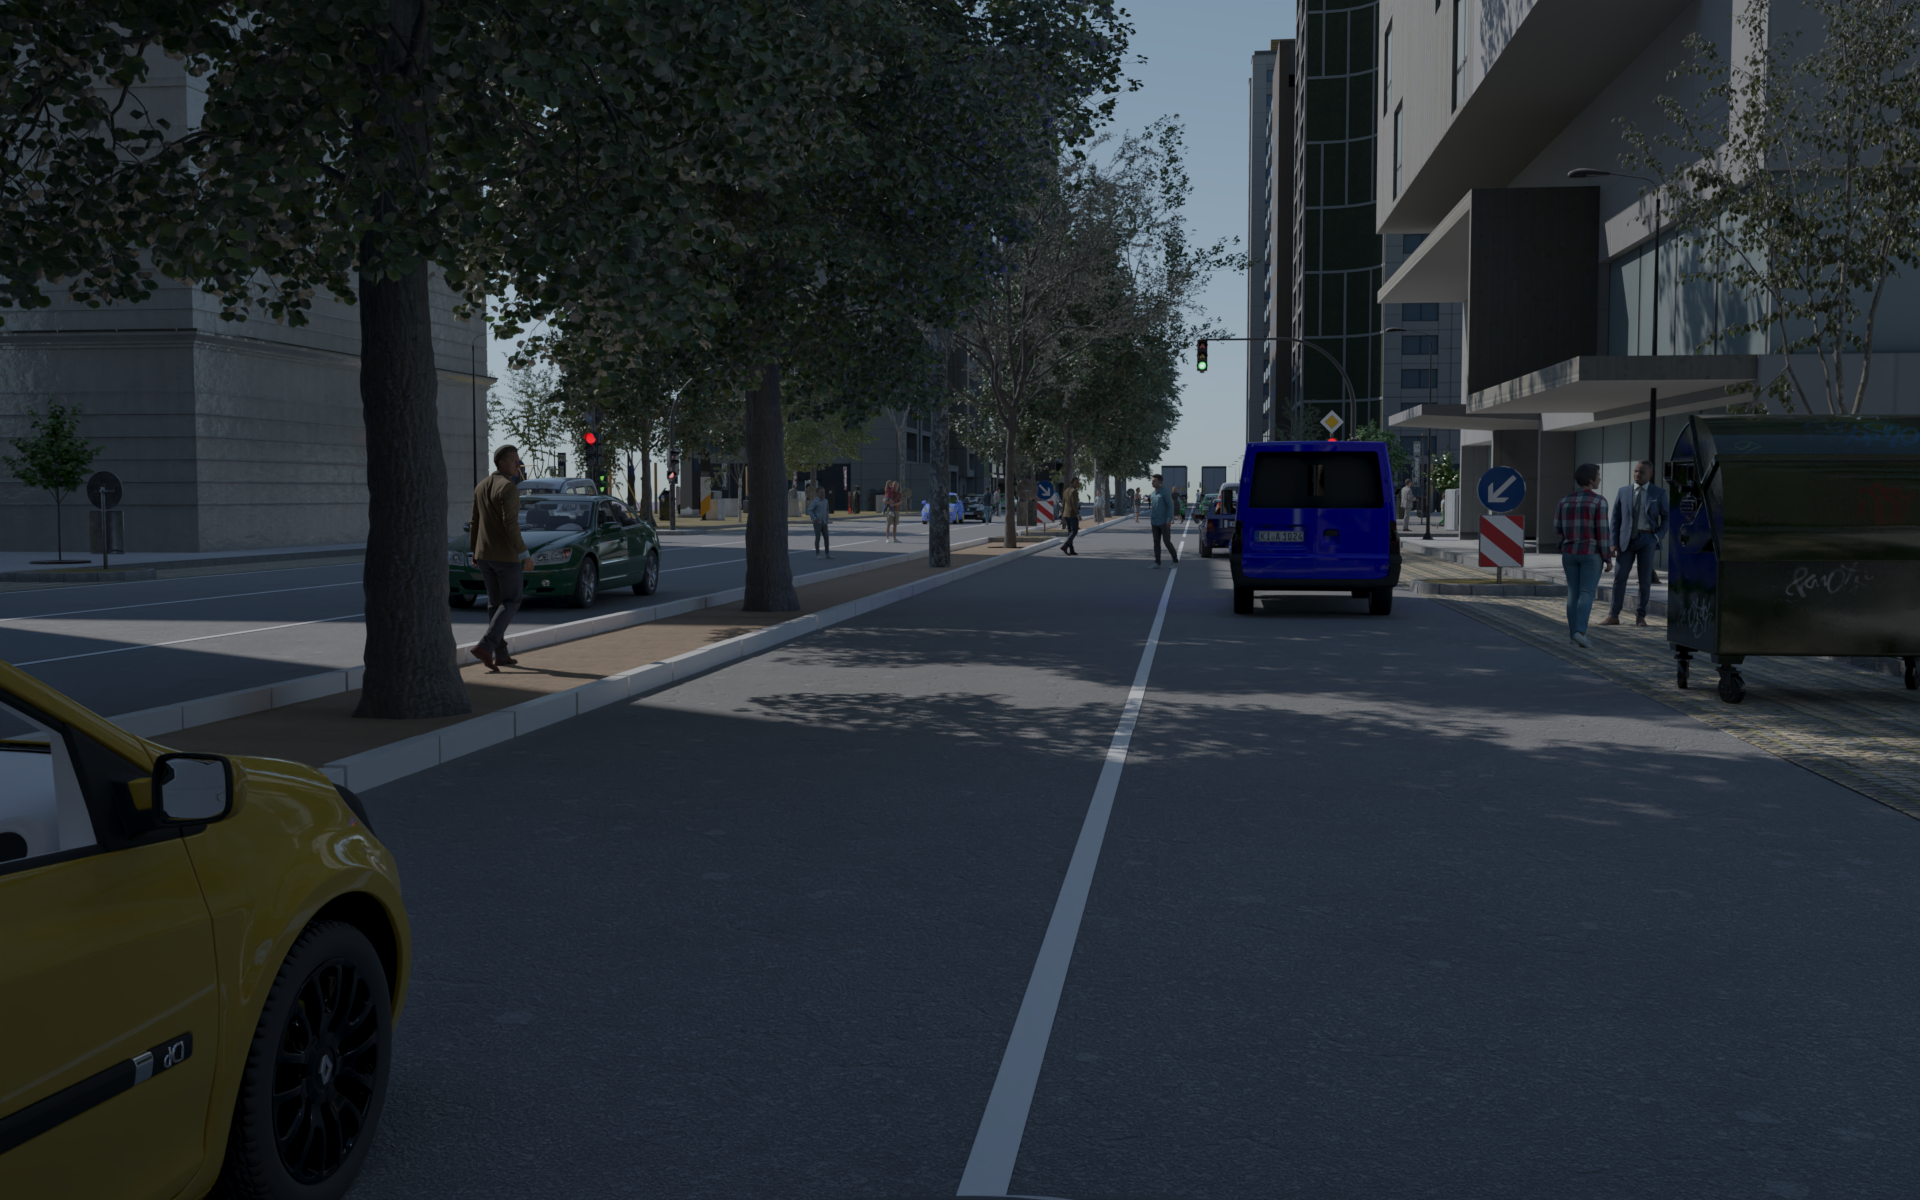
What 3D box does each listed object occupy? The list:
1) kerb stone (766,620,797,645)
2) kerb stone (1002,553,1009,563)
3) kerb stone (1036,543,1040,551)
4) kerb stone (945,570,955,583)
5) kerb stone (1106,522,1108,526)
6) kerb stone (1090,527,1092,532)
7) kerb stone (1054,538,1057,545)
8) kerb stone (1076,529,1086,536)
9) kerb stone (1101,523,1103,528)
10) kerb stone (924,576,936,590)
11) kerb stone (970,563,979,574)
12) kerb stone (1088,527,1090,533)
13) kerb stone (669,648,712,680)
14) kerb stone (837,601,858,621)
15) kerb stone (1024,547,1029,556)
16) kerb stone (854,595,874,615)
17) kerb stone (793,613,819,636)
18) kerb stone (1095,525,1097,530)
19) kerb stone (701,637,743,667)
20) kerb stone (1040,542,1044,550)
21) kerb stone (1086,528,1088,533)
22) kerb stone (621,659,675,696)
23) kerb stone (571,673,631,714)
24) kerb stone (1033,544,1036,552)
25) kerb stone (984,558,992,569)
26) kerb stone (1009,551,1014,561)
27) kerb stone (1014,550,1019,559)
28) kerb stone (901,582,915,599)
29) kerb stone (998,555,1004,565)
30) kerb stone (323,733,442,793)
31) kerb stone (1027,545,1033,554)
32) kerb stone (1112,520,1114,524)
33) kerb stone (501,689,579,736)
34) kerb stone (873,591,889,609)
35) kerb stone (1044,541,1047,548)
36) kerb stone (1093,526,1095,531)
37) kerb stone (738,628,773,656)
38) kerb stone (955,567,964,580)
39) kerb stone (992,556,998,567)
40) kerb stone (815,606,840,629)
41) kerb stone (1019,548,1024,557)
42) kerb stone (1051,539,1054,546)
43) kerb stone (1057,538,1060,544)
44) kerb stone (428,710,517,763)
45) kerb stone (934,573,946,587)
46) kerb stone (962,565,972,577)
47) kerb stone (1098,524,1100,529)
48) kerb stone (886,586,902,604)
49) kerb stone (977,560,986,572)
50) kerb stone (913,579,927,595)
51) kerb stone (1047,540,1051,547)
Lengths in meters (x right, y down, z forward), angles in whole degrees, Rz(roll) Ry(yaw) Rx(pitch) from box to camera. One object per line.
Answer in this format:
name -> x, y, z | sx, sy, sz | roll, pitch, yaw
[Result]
kerb stone -> -1.781, 0.330, 16.833 | 0.120, 0.150, 1.000 | 0, 4, 8
kerb stone -> 0.864, -0.849, 36.128 | 0.120, 0.150, 1.000 | 0, 4, 8
kerb stone -> 1.833, -1.287, 43.238 | 0.120, 0.150, 1.000 | 0, 4, 8
kerb stone -> -0.252, -0.349, 28.006 | 0.120, 0.150, 1.000 | 0, 4, 8
kerb stone -> 6.226, -3.250, 75.328 | 0.120, 0.150, 1.000 | 0, 4, 8
kerb stone -> 4.700, -2.565, 64.148 | 0.120, 0.150, 1.000 | 0, 4, 8
kerb stone -> 2.526, -1.597, 48.311 | 0.120, 0.150, 1.000 | 0, 4, 8
kerb stone -> 4.276, -2.380, 61.106 | 0.120, 0.150, 1.000 | 0, 4, 8
kerb stone -> 5.675, -2.995, 71.258 | 0.120, 0.150, 1.000 | 0, 4, 8
kerb stone -> -0.527, -0.230, 25.980 | 0.120, 0.150, 1.000 | 0, 4, 8
kerb stone -> 0.168, -0.541, 31.044 | 0.120, 0.150, 1.000 | 0, 4, 8
kerb stone -> 4.557, -2.504, 63.135 | 0.120, 0.150, 1.000 | 0, 4, 8
kerb stone -> -2.188, 0.519, 13.782 | 0.120, 0.150, 1.000 | 0, 4, 8
kerb stone -> -1.360, 0.141, 19.883 | 0.120, 0.150, 1.000 | 0, 4, 8
kerb stone -> 1.426, -1.088, 40.193 | 0.120, 0.150, 1.000 | 0, 4, 8
kerb stone -> -1.217, 0.079, 20.899 | 0.120, 0.150, 1.000 | 0, 4, 8
kerb stone -> -1.645, 0.271, 17.846 | 0.120, 0.150, 1.000 | 0, 4, 8
kerb stone -> 5.119, -2.752, 67.197 | 0.120, 0.150, 1.000 | 0, 4, 8
kerb stone -> -2.061, 0.453, 14.796 | 0.120, 0.150, 1.000 | 0, 4, 8
kerb stone -> 1.973, -1.349, 44.251 | 0.120, 0.150, 1.000 | 0, 4, 8
kerb stone -> 4.415, -2.439, 62.119 | 0.120, 0.150, 1.000 | 0, 4, 8
kerb stone -> -2.330, 0.577, 12.769 | 0.120, 0.150, 1.000 | 0, 4, 8
kerb stone -> -2.471, 0.642, 11.749 | 0.120, 0.150, 1.000 | 0, 4, 8
kerb stone -> 1.691, -1.225, 42.221 | 0.120, 0.150, 1.000 | 0, 4, 8
kerb stone -> 0.446, -0.665, 33.070 | 0.120, 0.150, 1.000 | 0, 4, 8
kerb stone -> 0.999, -0.915, 37.150 | 0.120, 0.150, 1.000 | 0, 4, 8
kerb stone -> 1.145, -0.974, 38.167 | 0.120, 0.150, 1.000 | 0, 4, 8
kerb stone -> -0.800, -0.107, 23.950 | 0.120, 0.150, 1.000 | 0, 4, 8
kerb stone -> 0.724, -0.786, 35.115 | 0.120, 0.150, 1.000 | 0, 4, 8
kerb stone -> -2.891, 0.825, 8.701 | 0.120, 0.150, 1.000 | 0, 4, 8
kerb stone -> 1.560, -1.161, 41.208 | 0.120, 0.150, 1.000 | 0, 4, 8
kerb stone -> 6.930, -3.560, 80.396 | 0.120, 0.150, 1.000 | 0, 4, 8
kerb stone -> -2.614, 0.701, 10.730 | 0.120, 0.150, 1.000 | 0, 4, 8
kerb stone -> -1.077, 0.019, 21.911 | 0.120, 0.150, 1.000 | 0, 4, 8
kerb stone -> 2.116, -1.411, 45.270 | 0.120, 0.150, 1.000 | 0, 4, 8
kerb stone -> 4.974, -2.689, 66.179 | 0.120, 0.150, 1.000 | 0, 4, 8
kerb stone -> -1.909, 0.391, 15.809 | 0.120, 0.150, 1.000 | 0, 4, 8
kerb stone -> -0.107, -0.413, 29.018 | 0.120, 0.150, 1.000 | 0, 4, 8
kerb stone -> 0.588, -0.724, 34.091 | 0.120, 0.150, 1.000 | 0, 4, 8
kerb stone -> -1.497, 0.205, 18.870 | 0.120, 0.150, 1.000 | 0, 4, 8
kerb stone -> 1.291, -1.037, 39.178 | 0.120, 0.150, 1.000 | 0, 4, 8
kerb stone -> 2.401, -1.535, 47.295 | 0.120, 0.150, 1.000 | 0, 4, 8
kerb stone -> 2.670, -1.658, 49.334 | 0.120, 0.150, 1.000 | 0, 4, 8
kerb stone -> -2.754, 0.766, 9.714 | 0.120, 0.150, 1.000 | 0, 4, 8
kerb stone -> -0.384, -0.293, 26.992 | 0.120, 0.150, 1.000 | 0, 4, 8
kerb stone -> 0.035, -0.479, 30.030 | 0.120, 0.150, 1.000 | 0, 4, 8
kerb stone -> 5.391, -2.872, 69.233 | 0.120, 0.150, 1.000 | 0, 4, 8
kerb stone -> -0.943, -0.045, 22.925 | 0.120, 0.150, 1.000 | 0, 4, 8
kerb stone -> 0.313, -0.598, 32.057 | 0.120, 0.150, 1.000 | 0, 4, 8
kerb stone -> -0.656, -0.169, 24.962 | 0.120, 0.150, 1.000 | 0, 4, 8
kerb stone -> 2.256, -1.467, 46.283 | 0.120, 0.150, 1.000 | 0, 4, 8
